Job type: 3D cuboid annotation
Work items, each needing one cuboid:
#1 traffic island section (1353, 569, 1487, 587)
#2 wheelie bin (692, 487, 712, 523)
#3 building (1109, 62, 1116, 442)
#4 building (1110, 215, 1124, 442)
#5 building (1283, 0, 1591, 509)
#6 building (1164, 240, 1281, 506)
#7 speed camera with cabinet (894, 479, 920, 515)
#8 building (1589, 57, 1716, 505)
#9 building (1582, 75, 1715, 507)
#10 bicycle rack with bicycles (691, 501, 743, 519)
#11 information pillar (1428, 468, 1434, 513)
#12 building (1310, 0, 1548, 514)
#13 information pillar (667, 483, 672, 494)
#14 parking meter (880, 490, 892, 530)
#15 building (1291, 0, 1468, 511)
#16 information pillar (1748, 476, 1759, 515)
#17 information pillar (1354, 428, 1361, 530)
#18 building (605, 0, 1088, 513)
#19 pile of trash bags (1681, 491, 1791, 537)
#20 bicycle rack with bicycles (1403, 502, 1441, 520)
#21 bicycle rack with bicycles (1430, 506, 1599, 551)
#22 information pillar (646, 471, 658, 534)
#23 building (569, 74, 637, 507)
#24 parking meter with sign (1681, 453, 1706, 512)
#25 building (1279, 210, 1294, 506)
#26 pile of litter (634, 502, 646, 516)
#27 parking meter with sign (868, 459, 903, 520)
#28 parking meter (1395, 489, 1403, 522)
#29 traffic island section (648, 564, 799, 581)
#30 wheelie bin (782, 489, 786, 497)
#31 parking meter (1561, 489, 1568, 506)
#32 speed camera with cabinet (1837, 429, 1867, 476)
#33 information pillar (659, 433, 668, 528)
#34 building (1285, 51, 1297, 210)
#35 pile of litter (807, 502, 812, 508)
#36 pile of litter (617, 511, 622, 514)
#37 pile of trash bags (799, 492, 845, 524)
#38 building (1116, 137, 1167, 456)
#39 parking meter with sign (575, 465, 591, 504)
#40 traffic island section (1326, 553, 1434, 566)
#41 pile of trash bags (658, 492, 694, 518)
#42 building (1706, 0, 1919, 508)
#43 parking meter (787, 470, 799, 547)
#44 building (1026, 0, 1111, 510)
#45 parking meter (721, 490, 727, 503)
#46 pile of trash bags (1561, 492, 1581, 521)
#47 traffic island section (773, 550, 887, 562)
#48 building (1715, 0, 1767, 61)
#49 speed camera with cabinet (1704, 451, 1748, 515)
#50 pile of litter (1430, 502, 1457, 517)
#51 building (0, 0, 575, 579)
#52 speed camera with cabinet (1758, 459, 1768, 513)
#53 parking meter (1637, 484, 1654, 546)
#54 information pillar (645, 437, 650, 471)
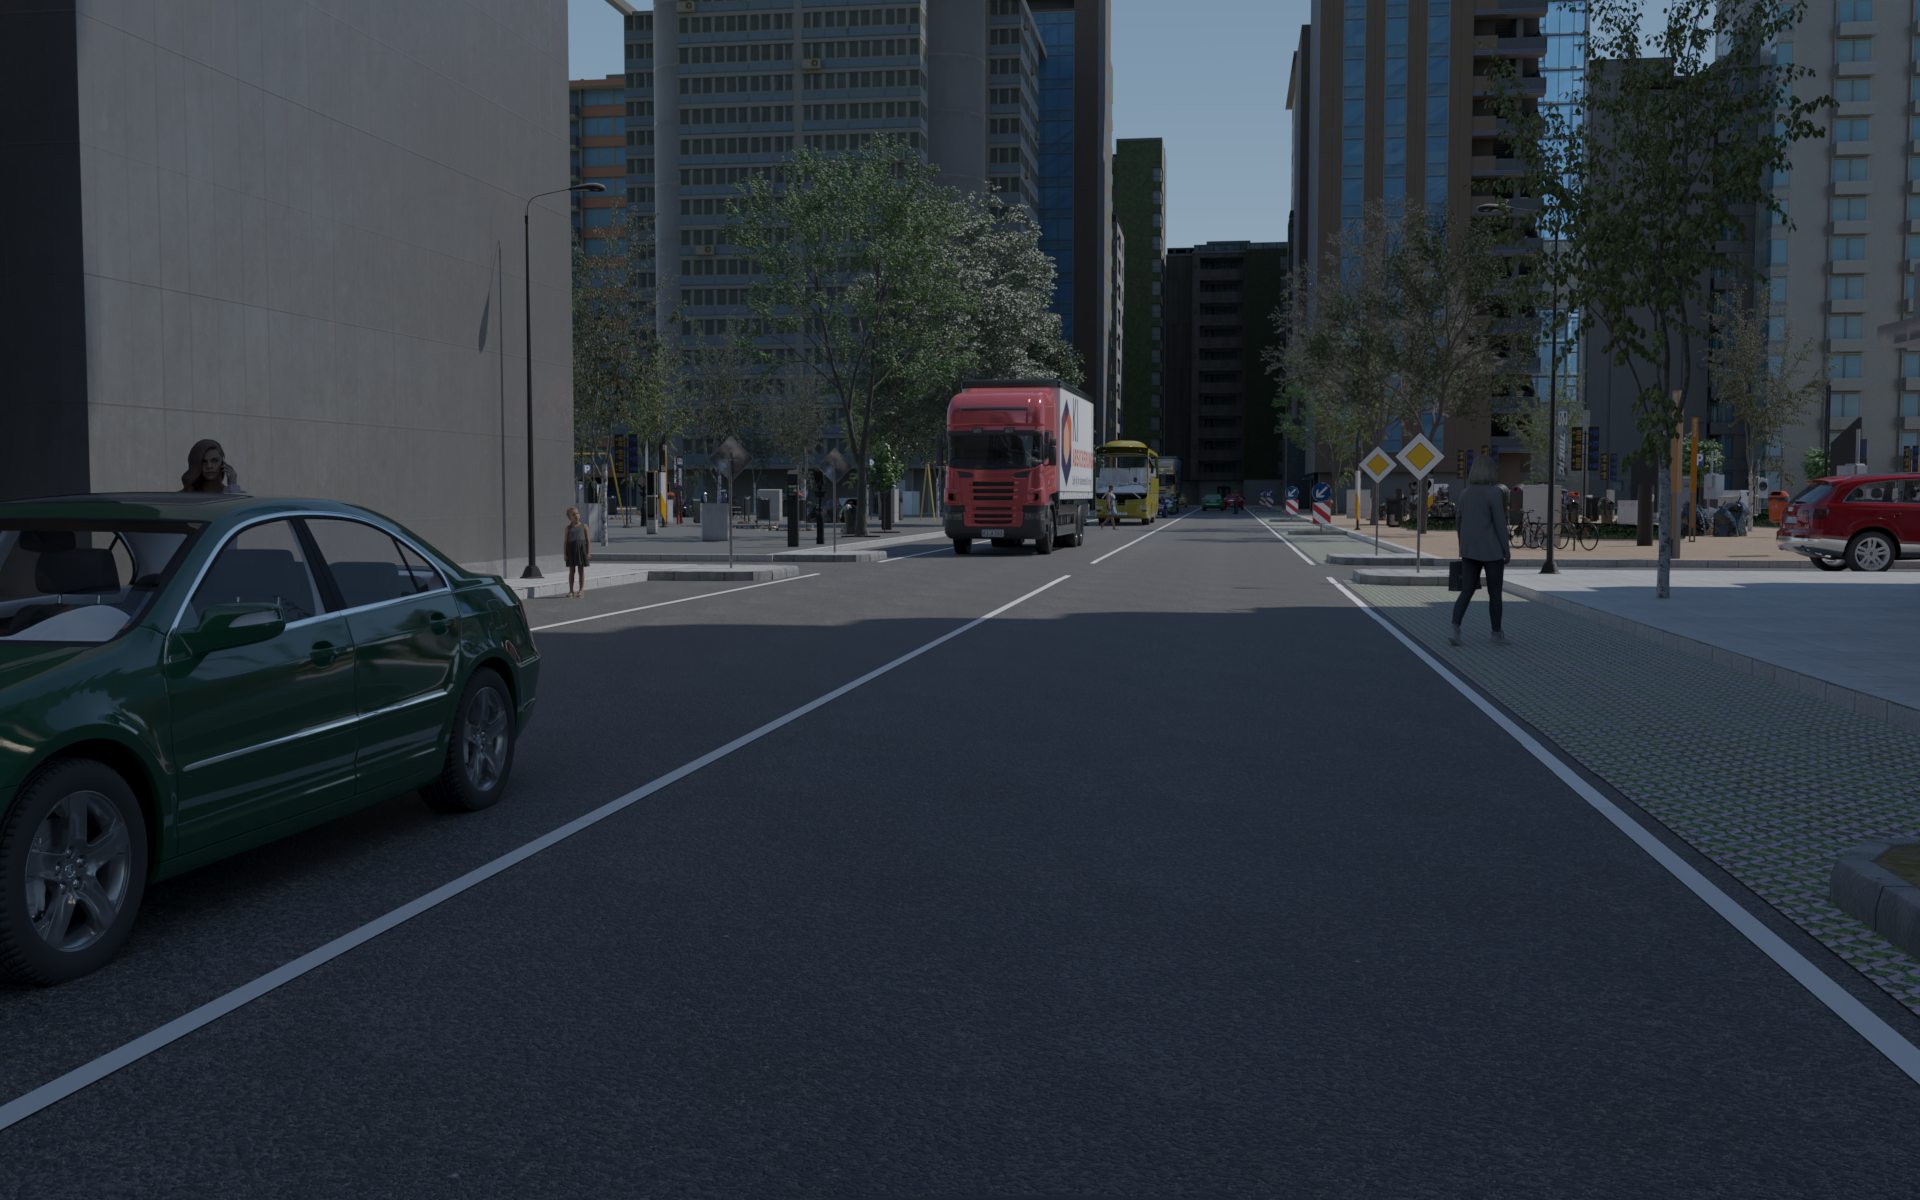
[{"bbox_3d":[7.474,-0.361,28.185,2.009,0.180,2.903,1,4,9],"label":"traffic island section"},{"bbox_3d":[-11.365,-4.187,76.367,0.980,1.594,0.693,3,5,44],"label":"wheelie bin"},{"bbox_3d":[6.347,-28.993,157.625,14.154,41.232,14.086,1,4,9],"label":"building"},{"bbox_3d":[9.993,-25.078,181.719,14.107,30.474,14.160,1,4,9],"label":"building"},{"bbox_3d":[38.112,-50.508,138.472,22.319,86.520,31.000,1,4,9],"label":"building"},{"bbox_3d":[30.786,-26.224,200.468,14.107,30.474,14.160,1,4,9],"label":"building"},{"bbox_3d":[-3.306,-6.798,105.480,0.660,3.252,2.038,-3,5,-41],"label":"speed camera with cabinet"},{"bbox_3d":[76.123,-35.025,196.367,21.600,48.544,21.300,1,4,9],"label":"building"},{"bbox_3d":[65.621,-29.908,172.596,14.086,41.232,14.154,1,4,9],"label":"building"},{"bbox_3d":[-12.334,-4.669,89.721,2.925,0.926,2.852,-3,5,-41],"label":"bicycle rack with bicycles"},{"bbox_3d":[25.284,-6.244,93.446,0.504,3.616,0.183,0,4,1],"label":"information pillar"},{"bbox_3d":[30.920,-28.562,117.104,14.600,45.320,14.200,1,4,9],"label":"building"},{"bbox_3d":[-18.645,-6.508,110.902,0.304,2.012,0.304,1,4,10],"label":"information pillar"},{"bbox_3d":[-2.632,-3.429,61.780,0.399,1.863,0.255,0,4,7],"label":"parking meter"},{"bbox_3d":[38.539,-31.338,162.489,14.600,45.320,14.200,1,4,9],"label":"building"},{"bbox_3d":[32.720,-4.094,71.435,0.304,2.012,0.304,3,5,45],"label":"information pillar"},{"bbox_3d":[14.148,-4.295,61.581,0.183,3.616,0.504,1,4,22],"label":"information pillar"},{"bbox_3d":[-7.193,-26.562,126.173,32.217,40.220,23.993,1,4,9],"label":"building"},{"bbox_3d":[23.283,-2.594,52.169,1.912,1.369,3.447,-3,4,-37],"label":"pile of trash bags"},{"bbox_3d":[22.489,-4.301,83.704,2.852,0.926,2.925,0,4,1],"label":"bicycle rack with bicycles"},{"bbox_3d":[12.920,-1.628,39.994,2.852,0.926,2.925,-1,4,-13],"label":"bicycle rack with bicycles"},{"bbox_3d":[-9.823,-3.103,55.227,0.304,2.012,0.304,0,4,5],"label":"information pillar"},{"bbox_3d":[-32.364,-32.331,183.234,28.867,44.769,22.147,1,4,9],"label":"building"},{"bbox_3d":[30.741,-4.728,73.569,1.738,3.016,0.543,-1,4,-18],"label":"parking meter with sign"},{"bbox_3d":[40.396,-24.786,176.951,14.160,30.474,14.107,1,4,9],"label":"building"},{"bbox_3d":[-19.216,-5.538,104.515,1.176,0.858,1.719,1,4,21],"label":"pile of litter"},{"bbox_3d":[-3.646,-5.449,85.349,1.738,3.016,0.543,2,4,24],"label":"parking meter with sign"},{"bbox_3d":[20.522,-4.437,80.962,0.372,1.533,0.369,0,3,0],"label":"parking meter"},{"bbox_3d":[-3.981,-0.469,29.956,2.009,0.180,2.903,1,4,9],"label":"traffic island section"},{"bbox_3d":[-11.175,-6.044,106.726,0.980,1.594,0.693,1,4,11],"label":"wheelie bin"},{"bbox_3d":[27.566,-4.321,79.063,0.372,1.533,0.369,0,3,0],"label":"parking meter"},{"bbox_3d":[27.918,-3.607,53.305,2.038,3.252,0.660,-2,4,-24],"label":"speed camera with cabinet"},{"bbox_3d":[-11.393,-4.586,66.336,0.183,3.616,0.504,1,4,12],"label":"information pillar"},{"bbox_3d":[52.432,-37.579,203.650,27.495,52.752,28.713,1,4,9],"label":"building"},{"bbox_3d":[-9.151,-5.376,101.859,1.176,0.858,1.719,3,4,38],"label":"pile of litter"},{"bbox_3d":[-22.422,-5.929,110.910,1.719,0.858,1.176,0,4,-6],"label":"pile of litter"},{"bbox_3d":[-6.136,-4.070,76.301,1.912,1.369,3.447,3,5,44],"label":"pile of trash bags"},{"bbox_3d":[16.900,-31.742,202.577,14.086,41.232,14.154,1,4,9],"label":"building"},{"bbox_3d":[-22.672,-6.505,102.615,1.738,3.016,0.543,3,4,36],"label":"parking meter with sign"},{"bbox_3d":[8.695,-0.844,36.076,2.009,0.180,2.903,1,4,9],"label":"traffic island section"},{"bbox_3d":[-15.804,-5.248,95.550,1.912,1.369,3.447,-1,4,-17],"label":"pile of trash bags"},{"bbox_3d":[87.629,-33.319,164.366,30.456,49.044,23.786,1,4,9],"label":"building"},{"bbox_3d":[-4.048,-2.221,42.027,0.255,1.863,0.399,0,4,0],"label":"parking meter"},{"bbox_3d":[5.013,-30.172,143.422,14.600,45.320,14.200,1,4,9],"label":"building"},{"bbox_3d":[-13.386,-5.476,97.951,0.372,1.533,0.369,0,3,0],"label":"parking meter"},{"bbox_3d":[26.326,-4.116,77.056,3.447,1.369,1.912,-2,4,-32],"label":"pile of trash bags"},{"bbox_3d":[-2.759,-0.952,37.848,2.009,0.180,2.903,1,4,9],"label":"traffic island section"},{"bbox_3d":[96.974,-46.126,192.414,20.611,71.187,20.563,1,4,9],"label":"building"},{"bbox_3d":[34.700,-5.142,78.403,0.660,3.252,2.038,-2,4,-25],"label":"speed camera with cabinet"},{"bbox_3d":[25.893,-4.717,91.083,1.719,0.858,1.176,3,5,44],"label":"pile of litter"},{"bbox_3d":[-22.016,-12.606,25.176,30.058,24.678,14.314,1,4,9],"label":"building"},{"bbox_3d":[44.979,-6.384,98.713,2.038,3.252,0.660,-1,4,-10],"label":"speed camera with cabinet"},{"bbox_3d":[16.926,-2.101,42.769,0.372,1.533,0.369,0,3,0],"label":"parking meter"},{"bbox_3d":[-12.871,-4.900,71.463,0.183,3.616,0.504,-1,4,-23],"label":"information pillar"}]
